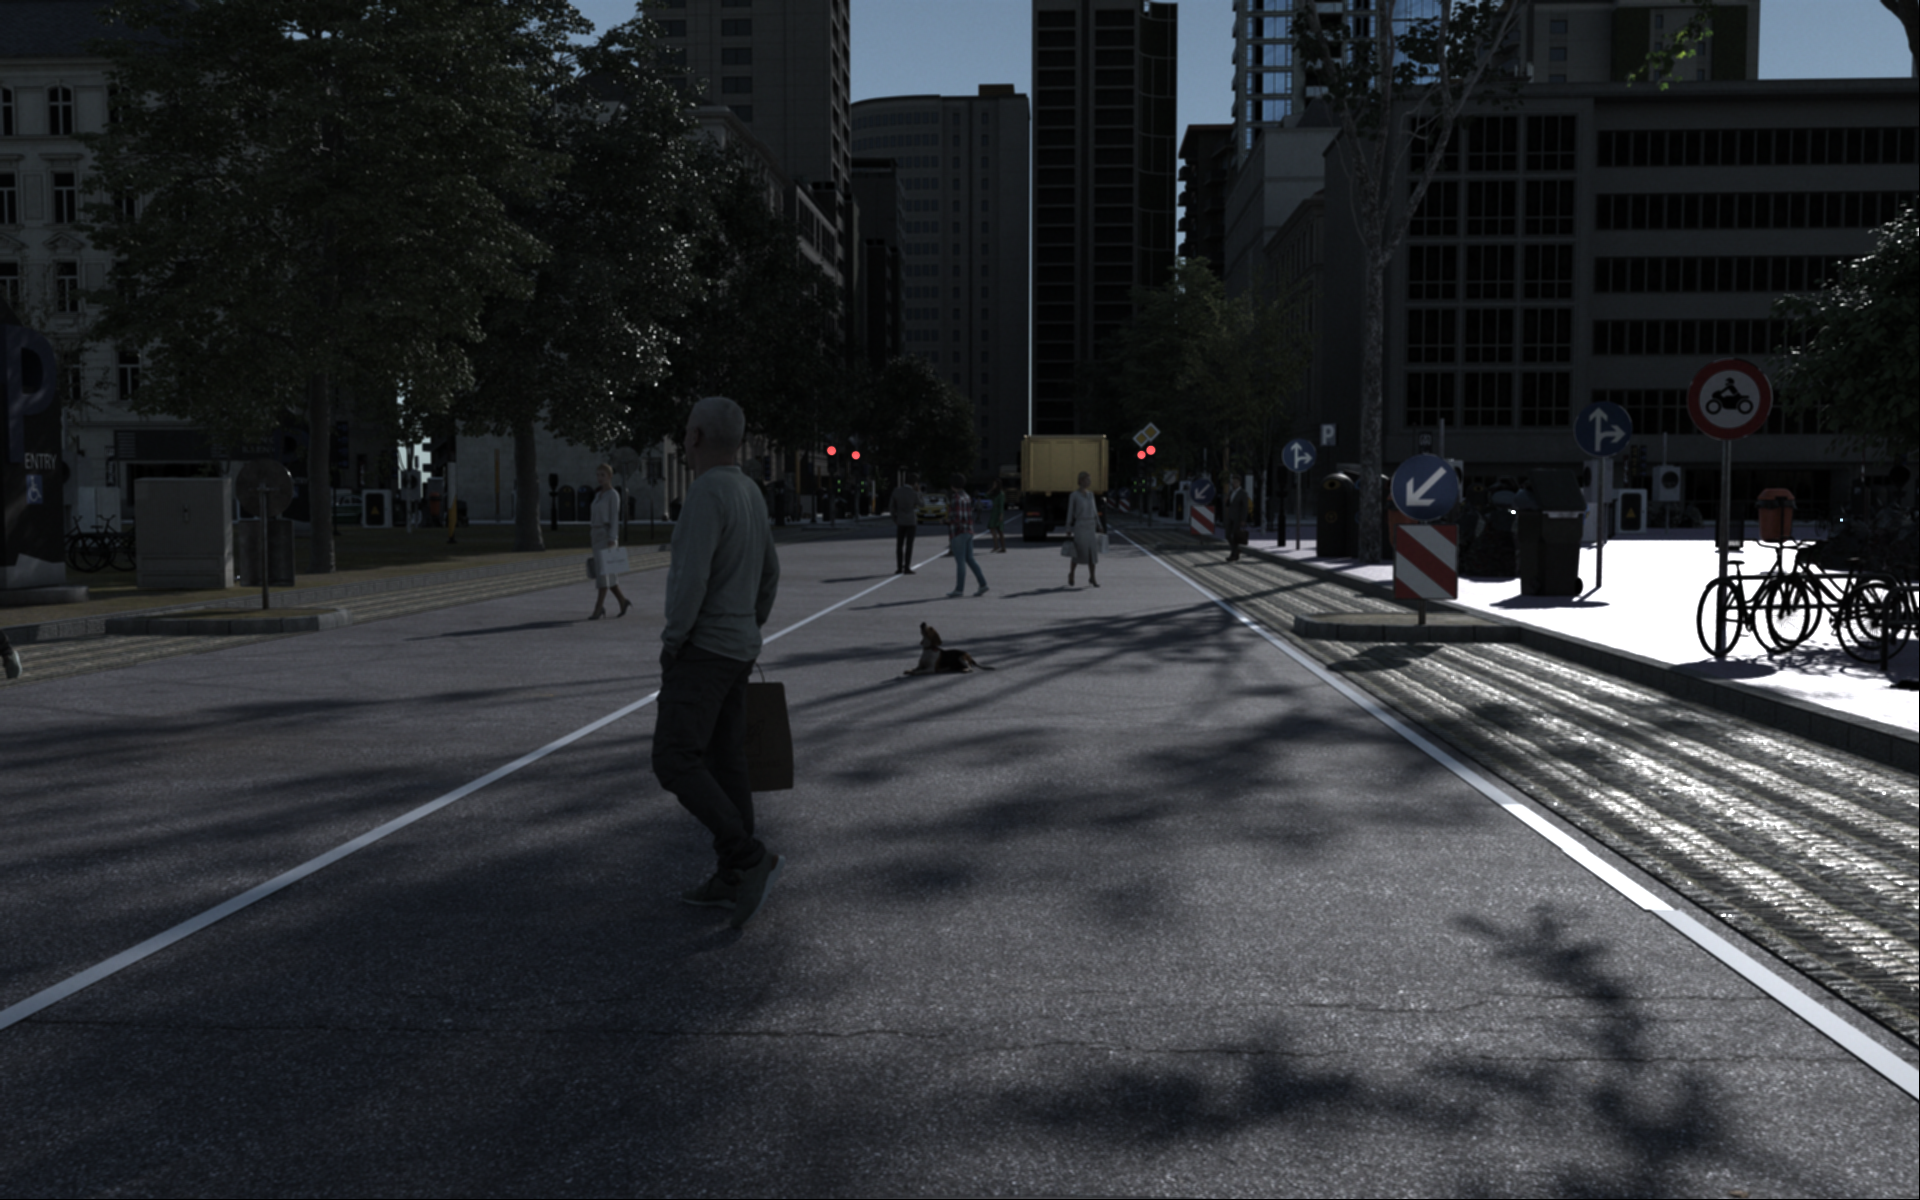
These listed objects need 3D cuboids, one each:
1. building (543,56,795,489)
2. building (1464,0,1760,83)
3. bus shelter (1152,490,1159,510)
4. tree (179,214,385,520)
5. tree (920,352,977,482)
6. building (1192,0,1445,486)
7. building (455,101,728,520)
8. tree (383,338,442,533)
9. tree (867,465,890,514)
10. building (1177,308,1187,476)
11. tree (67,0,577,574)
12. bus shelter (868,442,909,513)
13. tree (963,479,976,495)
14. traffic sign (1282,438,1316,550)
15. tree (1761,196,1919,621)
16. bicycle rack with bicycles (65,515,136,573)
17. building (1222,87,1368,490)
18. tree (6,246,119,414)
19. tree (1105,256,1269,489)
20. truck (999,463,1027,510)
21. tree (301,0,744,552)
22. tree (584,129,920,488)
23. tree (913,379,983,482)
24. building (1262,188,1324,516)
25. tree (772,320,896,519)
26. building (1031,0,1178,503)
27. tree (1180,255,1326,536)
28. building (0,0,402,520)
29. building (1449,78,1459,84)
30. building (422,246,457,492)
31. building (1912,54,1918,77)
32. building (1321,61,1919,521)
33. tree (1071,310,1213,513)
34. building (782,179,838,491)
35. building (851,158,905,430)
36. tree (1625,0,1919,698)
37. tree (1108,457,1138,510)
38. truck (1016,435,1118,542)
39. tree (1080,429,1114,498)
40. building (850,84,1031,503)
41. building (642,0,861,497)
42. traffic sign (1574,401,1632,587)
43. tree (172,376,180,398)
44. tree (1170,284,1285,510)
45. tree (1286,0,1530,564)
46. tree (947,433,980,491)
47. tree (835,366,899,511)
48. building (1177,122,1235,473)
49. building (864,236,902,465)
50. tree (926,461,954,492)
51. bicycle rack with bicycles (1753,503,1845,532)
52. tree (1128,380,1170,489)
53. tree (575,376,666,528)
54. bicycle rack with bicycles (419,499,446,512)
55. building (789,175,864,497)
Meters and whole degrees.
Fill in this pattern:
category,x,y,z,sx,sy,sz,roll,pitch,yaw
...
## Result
category,x,y,z,sx,sy,sz,roll,pitch,yaw
building,-19.399,-19.939,113.386,14.401,28.519,23.554,0,4,3
building,75.338,-40.452,203.384,28.212,58.520,21.231,0,4,3
bus shelter,15.210,-8.536,133.488,2.014,3.302,5.546,0,4,3
tree,-17.835,-5.806,45.288,4.737,8.622,4.395,0,3,0
tree,-3.815,-13.433,136.641,9.611,12.733,9.660,0,3,0
building,35.578,-52.489,170.862,22.319,86.520,31.000,0,4,3
building,-19.186,-14.583,93.178,10.420,20.320,16.860,0,4,3
tree,-18.253,-6.495,56.557,4.737,8.622,4.395,0,3,0
tree,-5.326,-7.090,110.523,1.663,3.219,1.824,0,3,0
building,38.303,-29.125,247.896,14.107,30.474,14.160,0,4,3
tree,-9.988,-6.717,27.946,7.486,12.596,7.792,0,3,0
bus shelter,-5.105,-8.821,121.847,2.179,5.291,8.768,0,4,4
tree,1.289,-14.152,225.989,1.663,3.219,1.824,0,3,0
traffic sign,7.776,-2.426,39.774,0.768,2.556,0.104,1,4,8
tree,10.119,-2.069,17.537,4.285,4.588,4.351,0,3,0
bicycle rack with bicycles,-14.170,-0.967,29.193,2.925,0.926,2.852,-1,4,-8
building,27.302,-21.840,134.579,11.434,29.767,29.804,0,4,3
tree,-28.078,-6.241,52.405,4.360,8.622,3.978,0,3,0
tree,10.764,-10.049,82.424,7.486,12.596,7.792,0,3,0
truck,4.814,-10.334,157.870,2.839,4.237,11.283,0,4,3
tree,-9.660,-8.050,38.273,9.857,13.997,8.962,0,3,0
tree,-7.885,-8.438,54.964,9.611,12.733,9.660,0,3,0
tree,-1.329,-15.451,170.748,7.486,12.596,7.792,0,3,0
building,26.025,-16.712,109.398,11.583,22.565,21.152,0,4,3
tree,-6.787,-9.443,88.813,7.601,10.594,8.767,0,3,0
building,20.792,-49.675,250.433,20.611,71.187,20.563,0,4,3
tree,9.225,-6.312,53.558,4.737,8.622,4.395,0,3,0
building,-54.617,-19.407,93.720,44.131,29.872,17.030,0,4,3
building,60.441,-43.248,249.100,28.212,58.520,21.231,0,4,3
building,-57.658,-34.569,215.315,14.200,45.320,14.600,0,4,3
building,59.516,-16.329,84.993,19.932,24.808,12.078,0,4,3
building,34.692,-16.487,88.624,30.058,24.678,14.314,0,4,3
tree,12.846,-12.989,119.028,9.857,13.997,8.962,0,3,0
building,-18.168,-21.016,137.118,14.314,27.812,24.014,0,4,3
building,-13.925,-32.358,212.645,14.086,41.232,14.154,0,4,3
tree,6.481,-5.201,10.784,9.928,11.665,9.643,0,3,0
tree,14.222,-9.558,139.980,4.285,4.588,4.351,0,3,0
truck,3.404,-3.648,55.576,3.469,3.379,9.791,0,4,4
tree,19.591,-18.681,222.442,9.611,12.733,9.660,0,3,0
building,-3.947,-43.472,252.758,28.212,58.520,21.231,0,4,3
building,-19.643,-45.132,176.161,20.563,71.187,20.611,0,4,3
traffic sign,8.822,-1.452,23.843,0.768,2.556,0.104,1,4,10
tree,-27.539,-7.011,64.998,4.737,8.622,4.395,0,3,0
tree,9.544,-6.779,61.201,4.360,8.622,3.978,0,3,0
tree,8.913,-10.700,30.835,12.611,20.169,13.585,0,3,0
tree,-0.149,-14.350,184.981,4.360,8.622,3.978,0,3,0
tree,-5.628,-8.959,96.840,4.360,8.622,3.978,0,3,0
building,36.786,-33.498,202.321,22.147,44.769,28.867,0,4,3
building,-14.090,-25.855,194.433,14.160,30.474,14.107,0,4,3
tree,-1.531,-10.790,160.135,4.285,4.588,4.351,0,3,0
bicycle rack with bicycles,25.832,-2.434,53.171,2.852,0.926,2.925,3,4,37
tree,12.493,-9.474,105.265,4.360,8.622,3.978,0,3,0
tree,-12.762,-7.047,65.579,4.360,8.622,3.978,0,3,0
bicycle rack with bicycles,-41.949,-7.476,135.608,2.852,0.926,2.925,3,5,43
building,-17.028,-23.730,159.693,14.160,30.474,14.107,0,4,3
